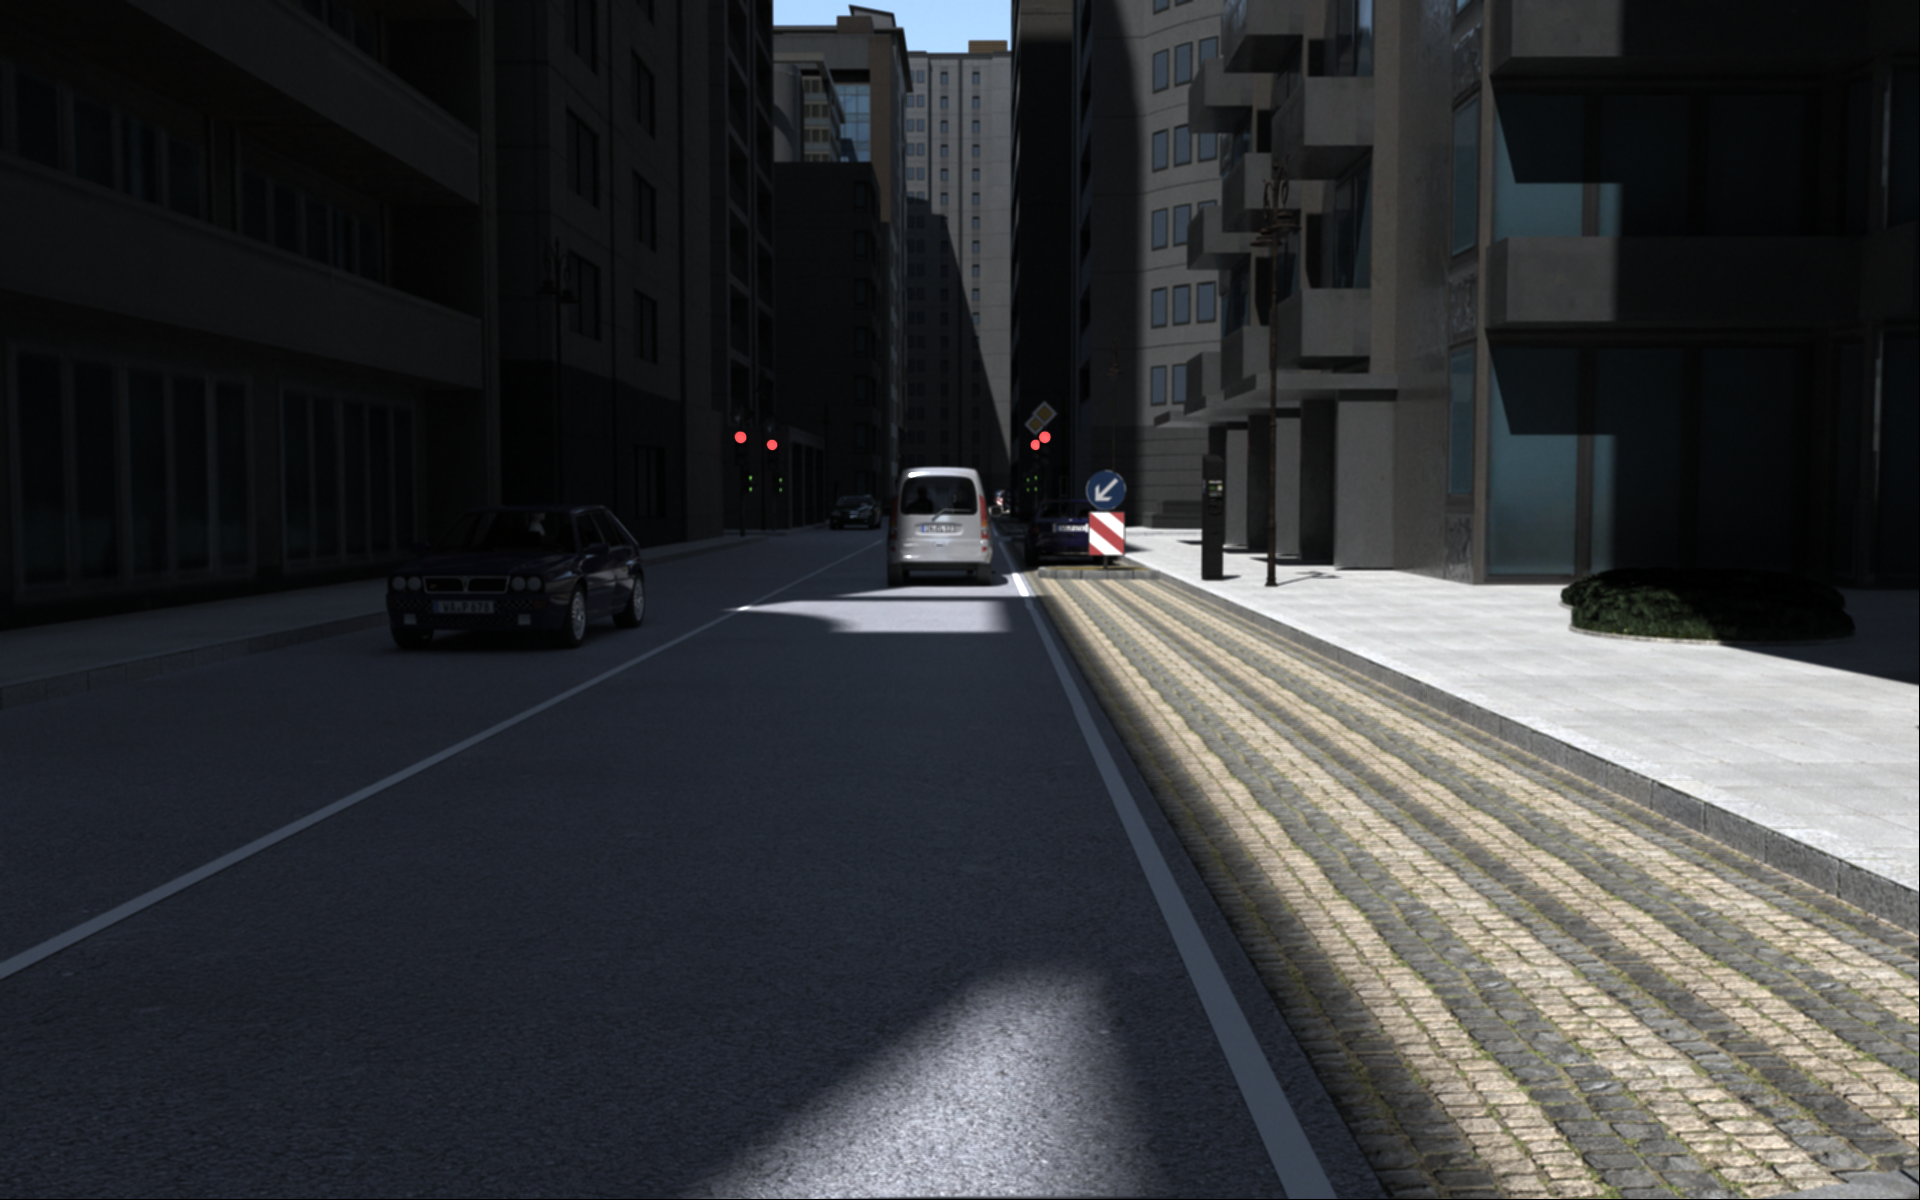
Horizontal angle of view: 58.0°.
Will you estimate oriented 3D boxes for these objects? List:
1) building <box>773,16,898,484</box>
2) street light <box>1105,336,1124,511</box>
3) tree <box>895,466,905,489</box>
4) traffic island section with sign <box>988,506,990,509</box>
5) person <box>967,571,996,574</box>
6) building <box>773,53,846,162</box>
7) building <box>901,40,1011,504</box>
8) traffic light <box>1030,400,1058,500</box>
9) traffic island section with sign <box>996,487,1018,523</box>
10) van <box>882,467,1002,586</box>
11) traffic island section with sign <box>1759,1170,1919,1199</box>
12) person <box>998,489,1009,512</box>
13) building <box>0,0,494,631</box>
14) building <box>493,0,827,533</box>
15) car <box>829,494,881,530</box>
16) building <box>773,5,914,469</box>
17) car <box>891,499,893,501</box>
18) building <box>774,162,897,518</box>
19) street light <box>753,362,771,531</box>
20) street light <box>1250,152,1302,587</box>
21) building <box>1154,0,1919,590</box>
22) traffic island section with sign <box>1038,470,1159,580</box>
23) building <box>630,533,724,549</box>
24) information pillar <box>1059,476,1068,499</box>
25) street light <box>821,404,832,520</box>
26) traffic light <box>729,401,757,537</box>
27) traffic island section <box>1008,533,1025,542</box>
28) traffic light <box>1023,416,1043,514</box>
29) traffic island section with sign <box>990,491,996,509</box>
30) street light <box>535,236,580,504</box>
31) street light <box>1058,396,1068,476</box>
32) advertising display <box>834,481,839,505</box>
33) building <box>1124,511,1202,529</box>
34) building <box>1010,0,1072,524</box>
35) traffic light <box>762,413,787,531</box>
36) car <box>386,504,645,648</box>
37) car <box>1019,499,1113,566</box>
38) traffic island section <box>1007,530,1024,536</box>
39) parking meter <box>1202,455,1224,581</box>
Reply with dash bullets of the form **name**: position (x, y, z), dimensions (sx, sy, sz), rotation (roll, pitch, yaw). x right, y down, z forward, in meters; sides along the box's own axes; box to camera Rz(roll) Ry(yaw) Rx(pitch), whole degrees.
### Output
- **building**: position (-13.206, -31.618, 167.071), dimensions (14.600, 45.320, 14.200), rotation (0, 4, 1)
- **street light**: position (4.535, -4.783, 50.997), dimensions (0.468, 5.910, 1.993), rotation (0, 4, 1)
- **tree**: position (-6.677, -12.054, 180.793), dimensions (4.285, 4.588, 4.351), rotation (0, 3, 0)
- **traffic island section with sign**: position (3.628, -9.377, 161.938), dimensions (1.989, 1.847, 2.006), rotation (0, 4, 1)
- **person**: position (0.245, -1.377, 31.195), dimensions (0.721, 1.800, 0.419), rotation (1, 4, 19)
- **building**: position (-22.888, -27.870, 147.559), dimensions (32.217, 40.220, 23.993), rotation (0, 4, 1)
- **building**: position (-5.893, -42.014, 228.921), dimensions (28.212, 58.520, 21.231), rotation (0, 4, 1)
- **traffic light**: position (2.519, -3.864, 52.090), dimensions (0.839, 4.253, 0.868), rotation (0, 4, 1)
- **traffic island section with sign**: position (2.880, -4.677, 85.102), dimensions (1.989, 1.847, 2.006), rotation (0, 4, 1)
- **van**: position (-0.307, -1.314, 28.497), dimensions (2.013, 2.044, 4.112), rotation (0, 4, 1)
- **traffic island section with sign**: position (2.086, 0.390, 2.244), dimensions (1.989, 1.847, 2.006), rotation (0, 4, 1)
- **person**: position (3.521, -7.949, 138.492), dimensions (0.705, 1.821, 1.348), rotation (-2, 4, -34)
- **building**: position (-18.579, -24.102, 17.778), dimensions (21.300, 48.544, 21.600), rotation (0, 4, 1)
- **building**: position (-16.238, -38.681, 70.693), dimensions (20.563, 71.187, 20.611), rotation (0, 4, 1)
- **car**: position (-4.274, -3.632, 71.174), dimensions (2.131, 1.459, 4.920), rotation (0, 4, 2)
- **building**: position (-19.499, -37.134, 196.380), dimensions (27.495, 52.752, 28.713), rotation (0, 4, 1)
- **car**: position (-3.313, -6.247, 111.185), dimensions (2.155, 1.783, 4.494), rotation (0, 4, 1)
- **building**: position (-18.285, -15.895, 104.924), dimensions (27.650, 21.520, 28.899), rotation (0, 4, 1)
- **street light**: position (-6.901, -5.371, 60.604), dimensions (0.468, 5.910, 1.993), rotation (0, 4, 1)
- **street light**: position (4.330, -3.127, 23.913), dimensions (0.468, 5.910, 1.993), rotation (0, 4, 1)
- **building**: position (16.887, -25.447, 35.667), dimensions (23.786, 49.044, 30.456), rotation (0, 4, 1)
- **traffic island section with sign**: position (2.345, -1.291, 29.735), dimensions (1.989, 1.847, 2.006), rotation (0, 4, 1)
- **building**: position (-17.563, -36.816, 40.187), dimensions (20.611, 71.187, 20.563), rotation (0, 4, 1)
- **information pillar**: position (4.209, -4.036, 70.488), dimensions (0.304, 2.012, 0.304), rotation (0, 4, -1)
- **street light**: position (-6.731, -6.998, 87.206), dimensions (0.468, 5.910, 1.993), rotation (0, 4, 1)
- **traffic light**: position (-6.542, -3.868, 52.162), dimensions (0.839, 4.253, 0.868), rotation (0, 4, 1)
- **traffic island section**: position (2.559, -1.830, 52.204), dimensions (2.009, 0.180, 2.903), rotation (0, 4, 1)
- **traffic light**: position (2.596, -4.352, 60.075), dimensions (0.839, 4.253, 0.868), rotation (0, 4, 1)
- **traffic island section with sign**: position (3.151, -6.375, 112.857), dimensions (1.989, 1.847, 2.006), rotation (0, 4, 1)
- **street light**: position (-7.226, -3.576, 31.252), dimensions (0.468, 5.910, 1.993), rotation (0, 4, 1)
- **street light**: position (4.853, -6.650, 81.516), dimensions (0.468, 5.910, 1.993), rotation (0, 4, 1)
- **advertising display**: position (-6.071, -4.902, 85.358), dimensions (0.123, 1.923, 0.974), rotation (0, 4, 3)
- **building**: position (19.211, -32.356, 71.012), dimensions (28.212, 58.520, 21.231), rotation (0, 4, 1)
- **building**: position (13.564, -28.631, 91.823), dimensions (21.300, 48.544, 21.600), rotation (0, 4, 1)
- **traffic light**: position (-6.465, -4.356, 60.146), dimensions (0.839, 4.253, 0.868), rotation (0, 4, 1)
- **car**: position (-4.347, -0.291, 17.342), dimensions (1.945, 1.354, 3.894), rotation (0, 4, 2)
- **car**: position (2.192, -1.401, 35.484), dimensions (1.945, 1.354, 3.894), rotation (0, 4, 1)
- **traffic island section**: position (2.636, -2.319, 60.188), dimensions (2.009, 0.180, 2.903), rotation (0, 4, 1)
- **parking meter**: position (3.756, -1.226, 25.752), dimensions (0.255, 1.863, 0.399), rotation (0, 4, -4)
